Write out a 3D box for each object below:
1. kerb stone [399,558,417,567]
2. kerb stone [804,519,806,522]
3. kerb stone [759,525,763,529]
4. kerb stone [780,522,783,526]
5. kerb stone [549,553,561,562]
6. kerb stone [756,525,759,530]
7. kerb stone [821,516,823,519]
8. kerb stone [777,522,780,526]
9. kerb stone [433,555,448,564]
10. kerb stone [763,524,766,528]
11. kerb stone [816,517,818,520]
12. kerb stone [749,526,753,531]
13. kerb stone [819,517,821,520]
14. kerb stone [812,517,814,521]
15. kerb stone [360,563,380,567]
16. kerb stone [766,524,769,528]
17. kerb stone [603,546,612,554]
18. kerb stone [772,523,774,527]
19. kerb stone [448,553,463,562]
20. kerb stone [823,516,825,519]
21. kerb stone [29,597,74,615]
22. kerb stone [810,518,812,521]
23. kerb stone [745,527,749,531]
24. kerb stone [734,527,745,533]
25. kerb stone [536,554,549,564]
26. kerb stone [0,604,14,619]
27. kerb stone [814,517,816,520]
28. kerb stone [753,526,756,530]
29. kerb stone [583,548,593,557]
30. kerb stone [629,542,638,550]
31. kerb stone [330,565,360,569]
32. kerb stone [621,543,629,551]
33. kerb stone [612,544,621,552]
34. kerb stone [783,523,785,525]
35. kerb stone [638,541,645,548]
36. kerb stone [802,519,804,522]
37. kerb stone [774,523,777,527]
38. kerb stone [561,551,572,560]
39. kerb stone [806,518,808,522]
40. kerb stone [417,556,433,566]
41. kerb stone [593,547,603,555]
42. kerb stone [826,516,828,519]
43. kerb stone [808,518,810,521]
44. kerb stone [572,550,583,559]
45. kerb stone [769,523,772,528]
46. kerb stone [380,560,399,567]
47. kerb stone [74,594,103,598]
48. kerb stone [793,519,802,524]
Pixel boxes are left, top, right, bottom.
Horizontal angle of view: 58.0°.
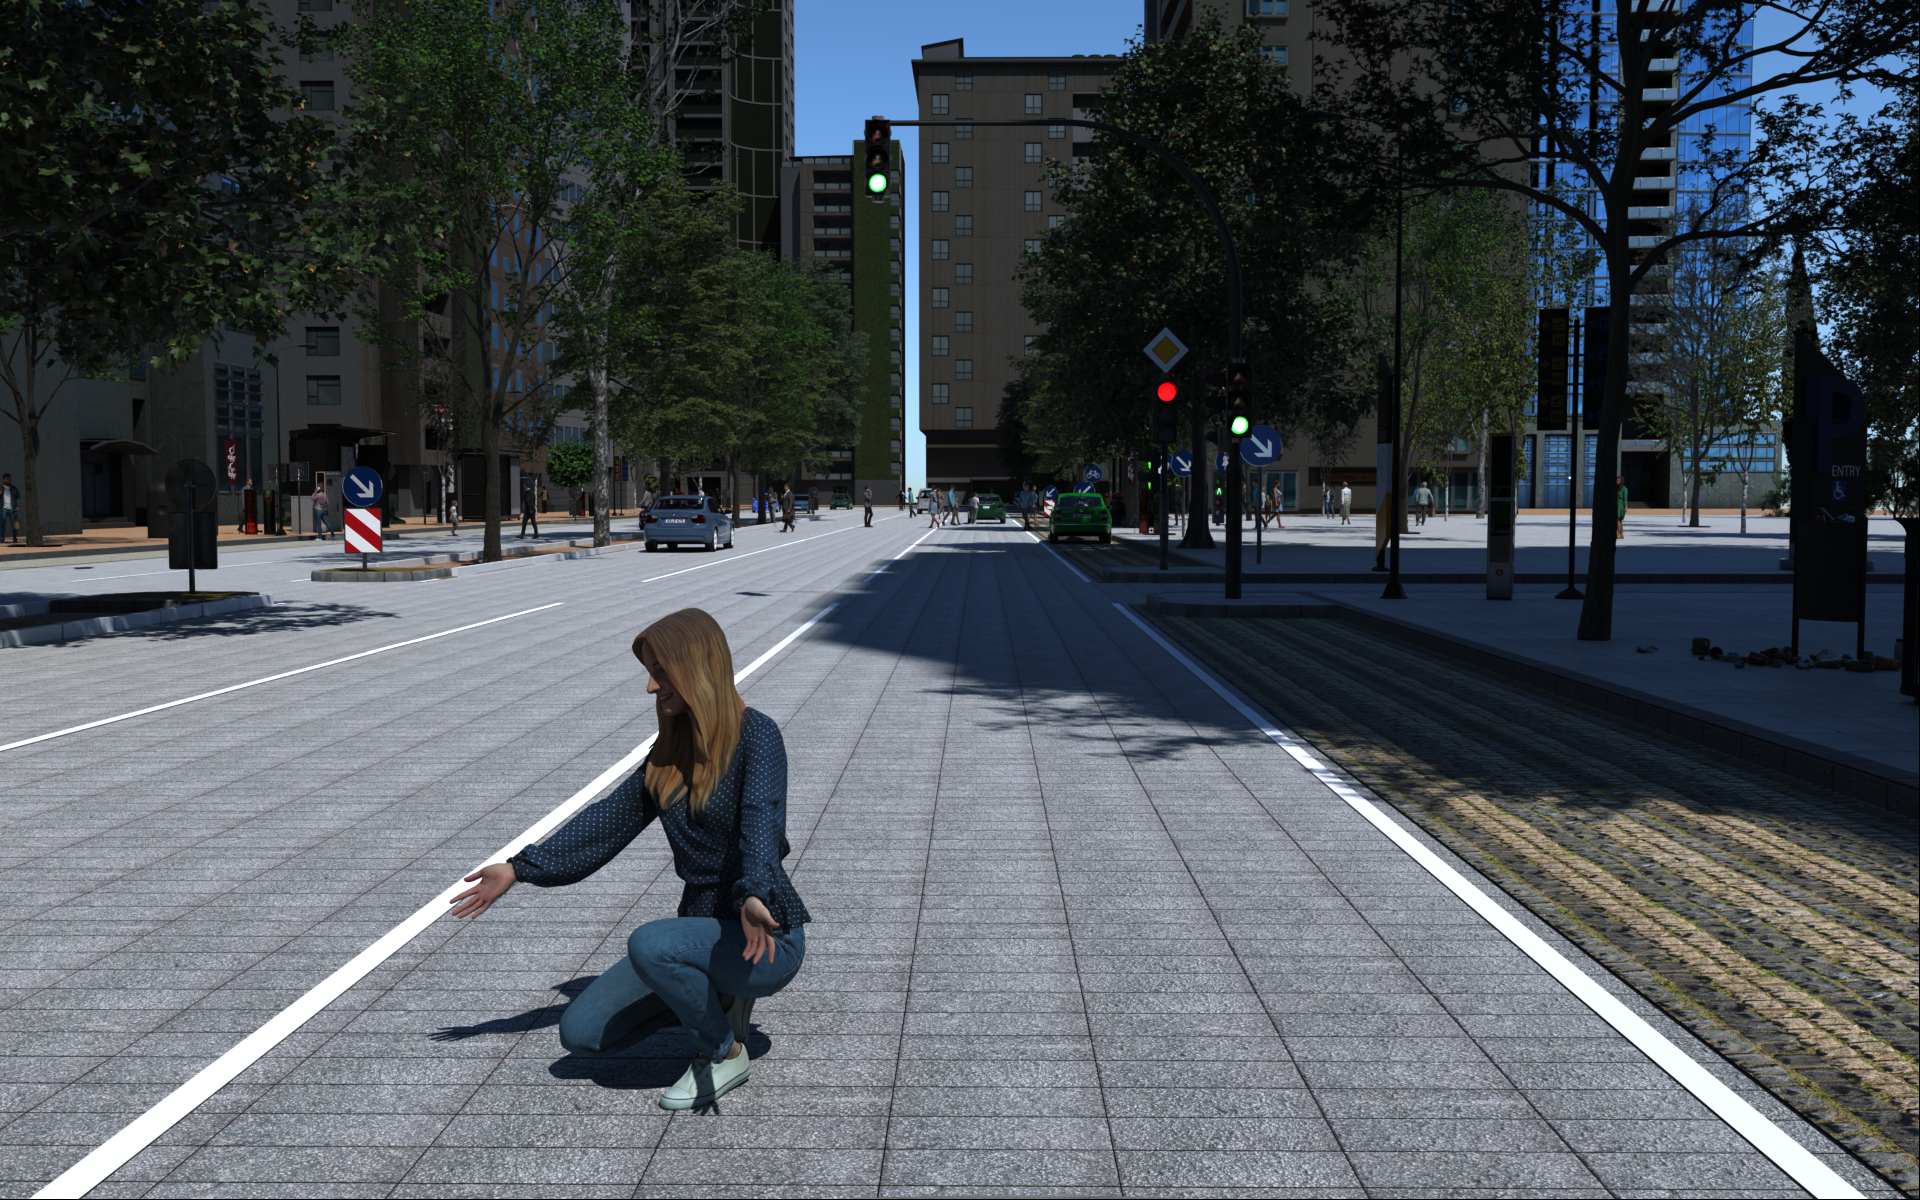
[{"bbox_3d":[-10.813,-0.697,33.593,0.120,0.150,1.000,0,4,1],"label":"kerb stone"},{"bbox_3d":[-8.038,-4.013,87.889,0.120,0.150,1.000,0,4,1],"label":"kerb stone"},{"bbox_3d":[-8.258,-2.951,70.451,0.120,0.150,1.000,0,4,1],"label":"kerb stone"},{"bbox_3d":[-8.171,-3.391,77.643,0.120,0.150,1.000,0,4,1],"label":"kerb stone"},{"bbox_3d":[-8.681,-0.884,36.652,0.120,0.150,1.000,0,4,1],"label":"kerb stone"},{"bbox_3d":[-8.273,-2.887,69.429,0.120,0.150,1.000,0,4,1],"label":"kerb stone"},{"bbox_3d":[-7.932,-4.581,97.099,0.120,0.150,1.000,0,4,1],"label":"kerb stone"},{"bbox_3d":[-8.183,-3.328,76.611,0.120,0.150,1.000,0,4,1],"label":"kerb stone"},{"bbox_3d":[-10.795,-0.822,35.641,0.120,0.150,1.000,0,4,1],"label":"kerb stone"},{"bbox_3d":[-8.251,-3.014,71.473,0.120,0.150,1.000,0,4,1],"label":"kerb stone"},{"bbox_3d":[-7.975,-4.392,94.029,0.120,0.150,1.000,0,4,1],"label":"kerb stone"},{"bbox_3d":[-8.297,-2.760,67.385,0.120,0.150,1.000,0,4,1],"label":"kerb stone"},{"bbox_3d":[-7.945,-4.519,96.077,0.120,0.150,1.000,0,4,1],"label":"kerb stone"},{"bbox_3d":[-7.992,-4.268,91.977,0.120,0.150,1.000,0,4,1],"label":"kerb stone"},{"bbox_3d":[-10.849,-0.572,31.543,0.120,0.150,1.000,0,4,1],"label":"kerb stone"},{"bbox_3d":[-8.240,-3.077,72.502,0.120,0.150,1.000,0,4,1],"label":"kerb stone"},{"bbox_3d":[-8.619,-1.194,41.768,0.120,0.150,1.000,0,4,1],"label":"kerb stone"},{"bbox_3d":[-8.215,-3.202,74.550,0.120,0.150,1.000,0,4,1],"label":"kerb stone"},{"bbox_3d":[-10.784,-0.886,36.677,0.120,0.150,1.000,0,4,1],"label":"kerb stone"},{"bbox_3d":[-7.921,-4.640,98.128,0.120,0.150,1.000,0,4,1],"label":"kerb stone"},{"bbox_3d":[-10.979,0.087,20.771,0.120,0.150,1.000,0,4,1],"label":"kerb stone"},{"bbox_3d":[-8.009,-4.206,90.955,0.120,0.150,1.000,0,4,1],"label":"kerb stone"},{"bbox_3d":[-8.310,-2.701,66.361,0.120,0.150,1.000,0,4,1],"label":"kerb stone"},{"bbox_3d":[-8.318,-2.631,65.339,0.120,0.150,1.000,0,4,1],"label":"kerb stone"},{"bbox_3d":[-8.687,-0.818,35.630,0.120,0.150,1.000,0,4,1],"label":"kerb stone"},{"bbox_3d":[-10.987,0.150,19.749,0.120,0.150,1.000,0,4,1],"label":"kerb stone"},{"bbox_3d":[-7.985,-4.328,93.000,0.120,0.150,1.000,0,4,1],"label":"kerb stone"},{"bbox_3d":[-8.291,-2.826,68.407,0.120,0.150,1.000,0,4,1],"label":"kerb stone"},{"bbox_3d":[-8.639,-1.072,39.719,0.120,0.150,1.000,0,4,1],"label":"kerb stone"},{"bbox_3d":[-8.572,-1.384,44.841,0.120,0.150,1.000,0,4,1],"label":"kerb stone"},{"bbox_3d":[-10.858,-0.505,30.511,0.120,0.150,1.000,0,4,1],"label":"kerb stone"},{"bbox_3d":[-8.600,-1.323,43.819,0.120,0.150,1.000,0,4,1],"label":"kerb stone"},{"bbox_3d":[-8.605,-1.260,42.790,0.120,0.150,1.000,0,4,1],"label":"kerb stone"},{"bbox_3d":[-8.161,-3.447,78.666,0.120,0.150,1.000,0,4,1],"label":"kerb stone"},{"bbox_3d":[-8.569,-1.448,45.864,0.120,0.150,1.000,0,4,1],"label":"kerb stone"},{"bbox_3d":[-8.065,-3.955,86.867,0.120,0.150,1.000,0,4,1],"label":"kerb stone"},{"bbox_3d":[-8.203,-3.264,75.582,0.120,0.150,1.000,0,4,1],"label":"kerb stone"},{"bbox_3d":[-8.667,-0.944,37.675,0.120,0.150,1.000,0,4,1],"label":"kerb stone"},{"bbox_3d":[-8.034,-4.080,88.911,0.120,0.150,1.000,0,4,1],"label":"kerb stone"},{"bbox_3d":[-10.808,-0.759,34.615,0.120,0.150,1.000,0,4,1],"label":"kerb stone"},{"bbox_3d":[-8.630,-1.135,40.745,0.120,0.150,1.000,0,4,1],"label":"kerb stone"},{"bbox_3d":[-7.901,-4.770,100.179,0.120,0.150,1.000,0,4,1],"label":"kerb stone"},{"bbox_3d":[-8.021,-4.143,89.933,0.120,0.150,1.000,0,4,1],"label":"kerb stone"},{"bbox_3d":[-8.652,-1.009,38.697,0.120,0.150,1.000,0,4,1],"label":"kerb stone"},{"bbox_3d":[-8.228,-3.139,73.524,0.120,0.150,1.000,0,4,1],"label":"kerb stone"},{"bbox_3d":[-10.824,-0.632,32.565,0.120,0.150,1.000,0,4,1],"label":"kerb stone"},{"bbox_3d":[-10.968,0.025,21.809,0.120,0.150,1.000,0,4,1],"label":"kerb stone"},{"bbox_3d":[-8.074,-3.893,85.844,0.120,0.150,1.000,0,4,1],"label":"kerb stone"}]
